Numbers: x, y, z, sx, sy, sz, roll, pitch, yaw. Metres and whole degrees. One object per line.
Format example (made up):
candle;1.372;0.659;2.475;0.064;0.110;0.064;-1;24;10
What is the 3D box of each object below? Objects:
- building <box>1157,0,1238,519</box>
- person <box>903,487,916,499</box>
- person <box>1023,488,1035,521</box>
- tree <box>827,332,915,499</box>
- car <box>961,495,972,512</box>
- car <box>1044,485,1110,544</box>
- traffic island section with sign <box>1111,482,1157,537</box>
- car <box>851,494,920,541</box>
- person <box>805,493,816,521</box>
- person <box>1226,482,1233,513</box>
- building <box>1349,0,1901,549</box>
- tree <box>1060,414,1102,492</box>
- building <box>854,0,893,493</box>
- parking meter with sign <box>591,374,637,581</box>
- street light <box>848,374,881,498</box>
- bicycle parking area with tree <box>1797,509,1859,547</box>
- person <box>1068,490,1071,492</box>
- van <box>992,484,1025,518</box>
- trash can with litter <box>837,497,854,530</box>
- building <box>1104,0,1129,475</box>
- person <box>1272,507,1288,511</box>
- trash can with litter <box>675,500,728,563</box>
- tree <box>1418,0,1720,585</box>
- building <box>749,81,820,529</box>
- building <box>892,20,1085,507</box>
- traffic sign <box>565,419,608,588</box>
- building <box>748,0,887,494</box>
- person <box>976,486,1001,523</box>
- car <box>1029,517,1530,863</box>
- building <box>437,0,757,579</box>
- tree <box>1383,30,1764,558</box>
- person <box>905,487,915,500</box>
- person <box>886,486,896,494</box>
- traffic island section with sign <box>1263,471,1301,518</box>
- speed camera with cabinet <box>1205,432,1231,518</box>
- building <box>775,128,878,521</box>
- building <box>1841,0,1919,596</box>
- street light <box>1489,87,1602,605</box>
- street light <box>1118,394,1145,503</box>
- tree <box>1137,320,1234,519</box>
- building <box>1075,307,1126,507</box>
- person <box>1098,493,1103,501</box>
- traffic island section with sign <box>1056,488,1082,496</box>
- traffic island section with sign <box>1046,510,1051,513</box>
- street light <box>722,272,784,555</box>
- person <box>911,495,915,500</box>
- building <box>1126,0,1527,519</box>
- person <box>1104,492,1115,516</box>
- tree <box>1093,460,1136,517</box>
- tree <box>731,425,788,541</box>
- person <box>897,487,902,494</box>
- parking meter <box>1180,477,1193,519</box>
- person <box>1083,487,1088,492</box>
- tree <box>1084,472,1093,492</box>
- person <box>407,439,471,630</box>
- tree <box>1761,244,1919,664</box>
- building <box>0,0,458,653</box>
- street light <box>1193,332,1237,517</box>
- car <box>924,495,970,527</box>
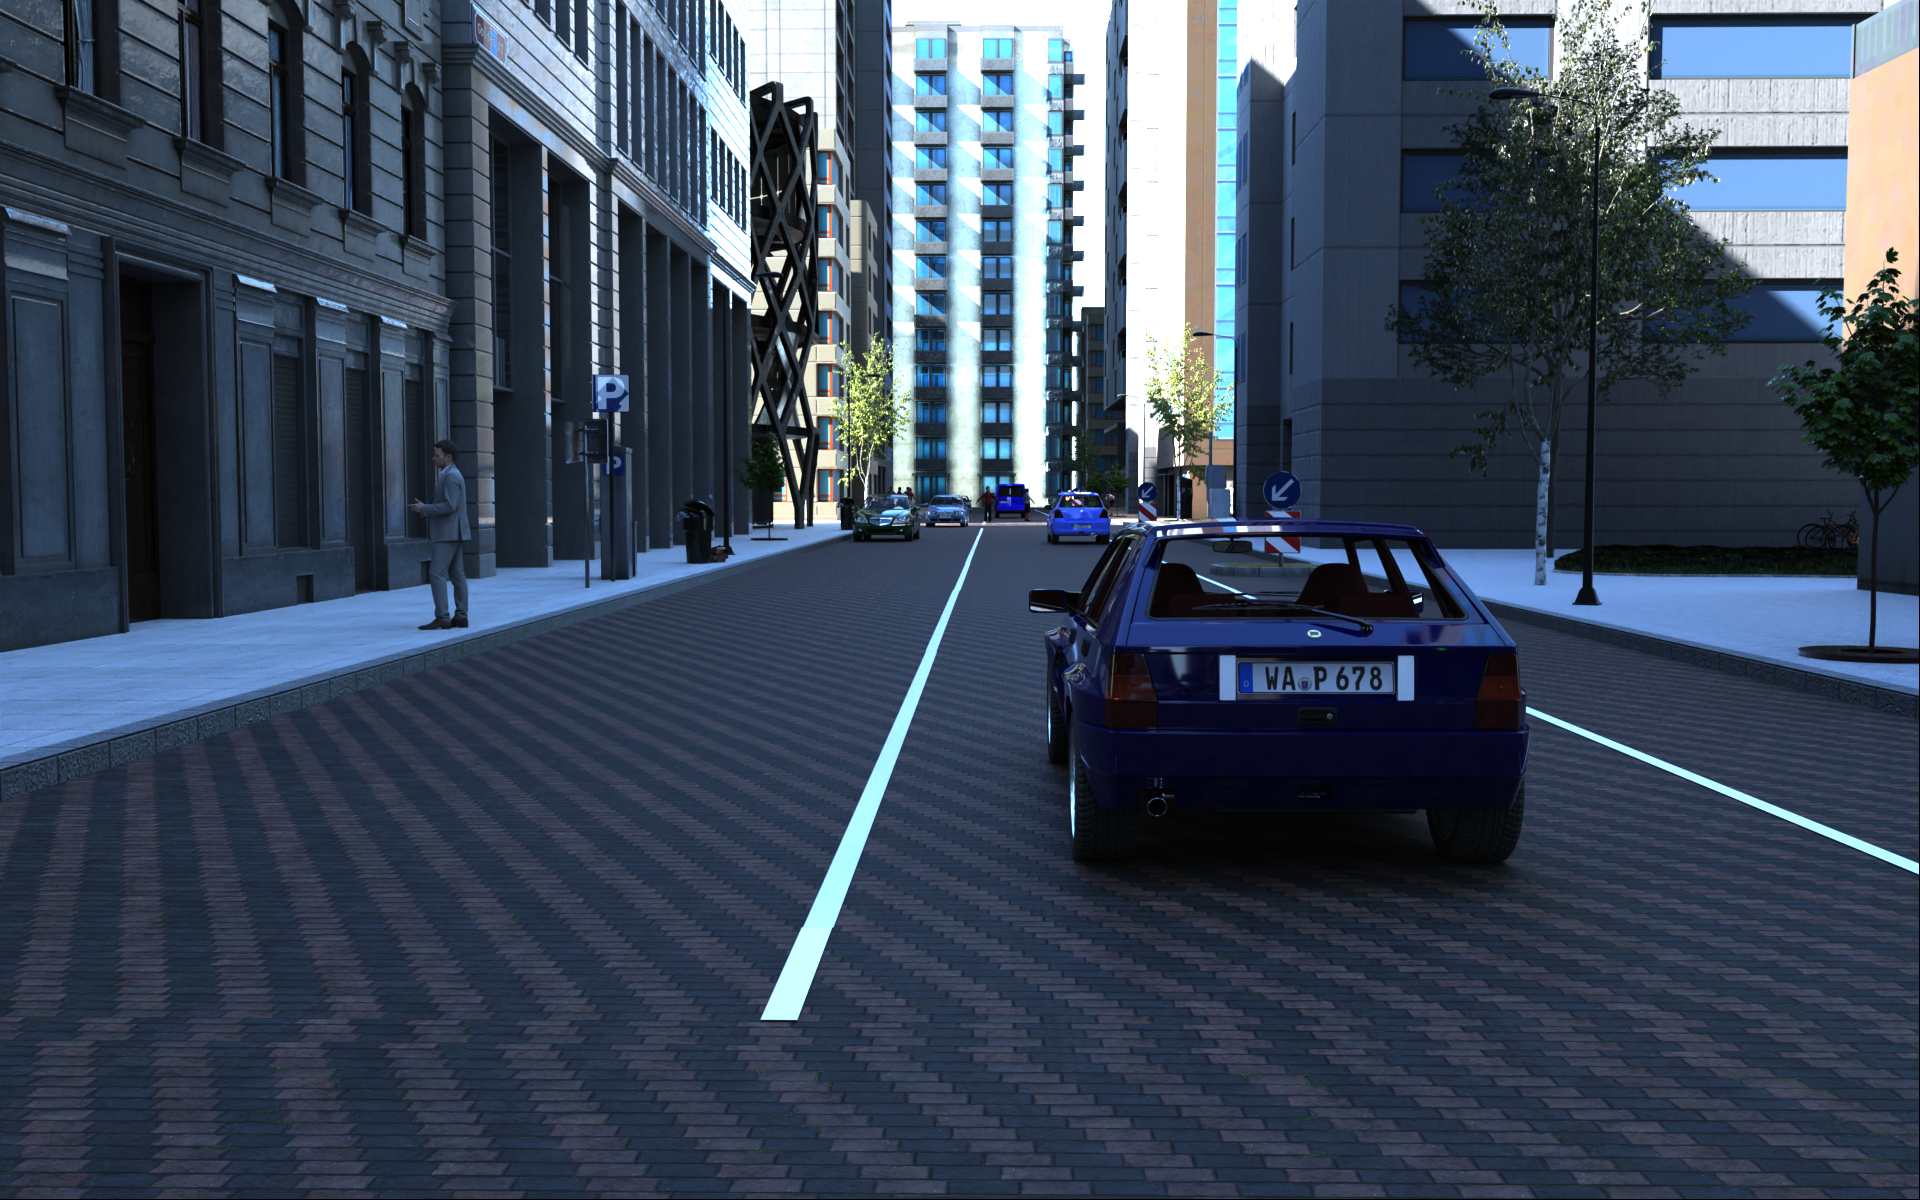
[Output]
building;18.030;-26.959;90.893;14.600;45.320;14.200;0;4;1
person;-3.943;-7.580;129.967;1.348;1.826;0.705;-1;4;-15
person;3.630;-5.042;91.724;0.721;1.735;1.217;-2;4;-25
tree;-4.230;-7.899;79.514;4.737;8.622;4.395;0;3;0
car;-0.034;-7.588;136.636;1.945;1.354;3.894;0;4;3
car;3.443;-2.517;50.745;1.945;1.707;3.694;0;3;0
traffic island section with sign;6.089;-3.014;57.910;1.989;1.847;2.006;0;4;1
car;-2.259;-2.584;54.049;2.131;1.459;4.920;0;4;3
person;-7.076;-4.572;81.075;0.678;1.792;0.850;-1;4;-11
person;12.472;-4.529;79.976;0.514;1.842;0.818;-1;4;-20
building;19.187;-31.220;52.445;21.231;58.520;28.212;0;4;1
tree;11.227;-12.709;158.159;4.737;8.622;4.395;0;3;0
building;-19.832;-36.763;143.067;28.212;58.520;21.231;0;4;1
parking meter with sign;-5.173;-1.829;26.164;0.543;3.016;1.738;0;4;-5
street light;-3.751;-5.782;67.077;1.470;5.913;1.316;0;4;1
bicycle parking area with tree;21.512;-2.901;34.440;9.016;4.147;8.231;2;4;29
person;5.392;-4.592;85.049;0.415;1.643;0.593;-2;4;-24
van;3.047;-6.144;104.831;2.240;2.365;5.245;0;4;1
trash can with litter;-4.082;-3.091;61.918;0.624;1.170;1.055;0;4;-3
building;25.923;-33.695;140.157;28.713;52.752;27.495;0;4;1
person;7.901;-2.253;43.084;0.606;1.804;0.583;-3;4;-36
trash can with litter;-4.797;-1.280;32.318;0.624;1.170;1.055;1;4;22
tree;8.335;-4.526;24.366;4.360;8.622;3.978;0;3;0
building;-13.809;-12.030;64.147;16.820;18.784;16.811;0;4;1
building;-2.698;-34.156;178.067;30.456;49.044;23.786;0;4;1
traffic sign;-5.090;-1.314;23.606;0.606;2.300;0.079;1;4;10
building;-15.679;-41.700;120.040;20.563;71.187;20.611;0;4;1
person;1.423;-4.825;87.359;1.348;1.831;0.705;-1;4;-18
car;1.306;0.275;8.086;1.945;1.354;3.894;0;4;1
building;-12.349;-16.064;40.140;11.434;29.767;29.804;0;4;1
tree;12.191;-6.128;34.612;7.601;10.594;8.767;0;4;4
person;-3.455;-6.706;116.410;1.217;1.743;0.721;3;5;42
person;-4.121;-5.923;103.594;1.217;1.735;0.721;0;4;-2
traffic island section with sign;5.526;-1.366;30.960;1.989;1.847;2.006;0;4;1
speed camera with cabinet;8.126;-3.678;54.464;0.660;3.252;2.038;0;4;2
building;-19.409;-15.405;96.907;27.650;21.520;28.899;0;4;1
building;18.625;-22.299;14.708;14.200;45.320;14.600;0;4;1
street light;6.745;-2.900;19.957;1.470;5.913;1.316;0;4;1
street light;8.029;-6.616;80.714;1.470;5.913;1.316;0;4;1
tree;9.449;-7.520;73.321;4.737;8.622;4.395;0;3;0
building;26.998;-20.455;179.485;28.899;21.520;27.650;0;4;1
person;10.863;-7.812;135.243;0.593;1.643;0.415;1;4;10
traffic island section with sign;7.149;-6.093;108.256;1.989;1.847;2.006;0;4;1
traffic island section with sign;7.710;-7.744;135.244;1.989;1.847;2.006;0;4;1
street light;-4.386;-3.902;36.341;1.470;5.913;1.316;0;4;1
person;-3.940;-7.952;136.604;0.990;1.755;0.434;-2;4;-29
building;21.371;-34.837;111.591;21.231;58.520;28.212;0;4;1
person;8.797;-5.675;102.015;0.628;1.438;0.799;0;4;7
tree;8.854;-6.337;98.216;1.663;3.219;1.824;0;3;0
tree;-5.277;-3.282;48.255;1.663;3.219;1.824;0;3;0
person;-3.813;-6.435;111.941;0.721;1.739;1.217;-3;4;-37
parking meter;7.757;-3.280;59.341;0.255;1.863;0.399;-2;4;-34
person;10.613;-8.478;144.532;0.599;1.838;0.709;-3;4;-36
tree;9.662;-7.718;120.782;1.663;3.219;1.824;0;3;0
person;-4.975;-0.631;16.554;0.583;1.804;0.606;-1;4;-17
tree;7.274;-1.152;13.435;1.663;3.219;1.824;0;3;0
building;-12.376;-10.230;16.411;9.793;20.994;18.267;0;4;1
street light;7.366;-4.722;49.749;1.470;5.913;1.316;0;4;1
car;-0.546;-3.950;76.590;2.014;1.417;4.499;0;4;3
